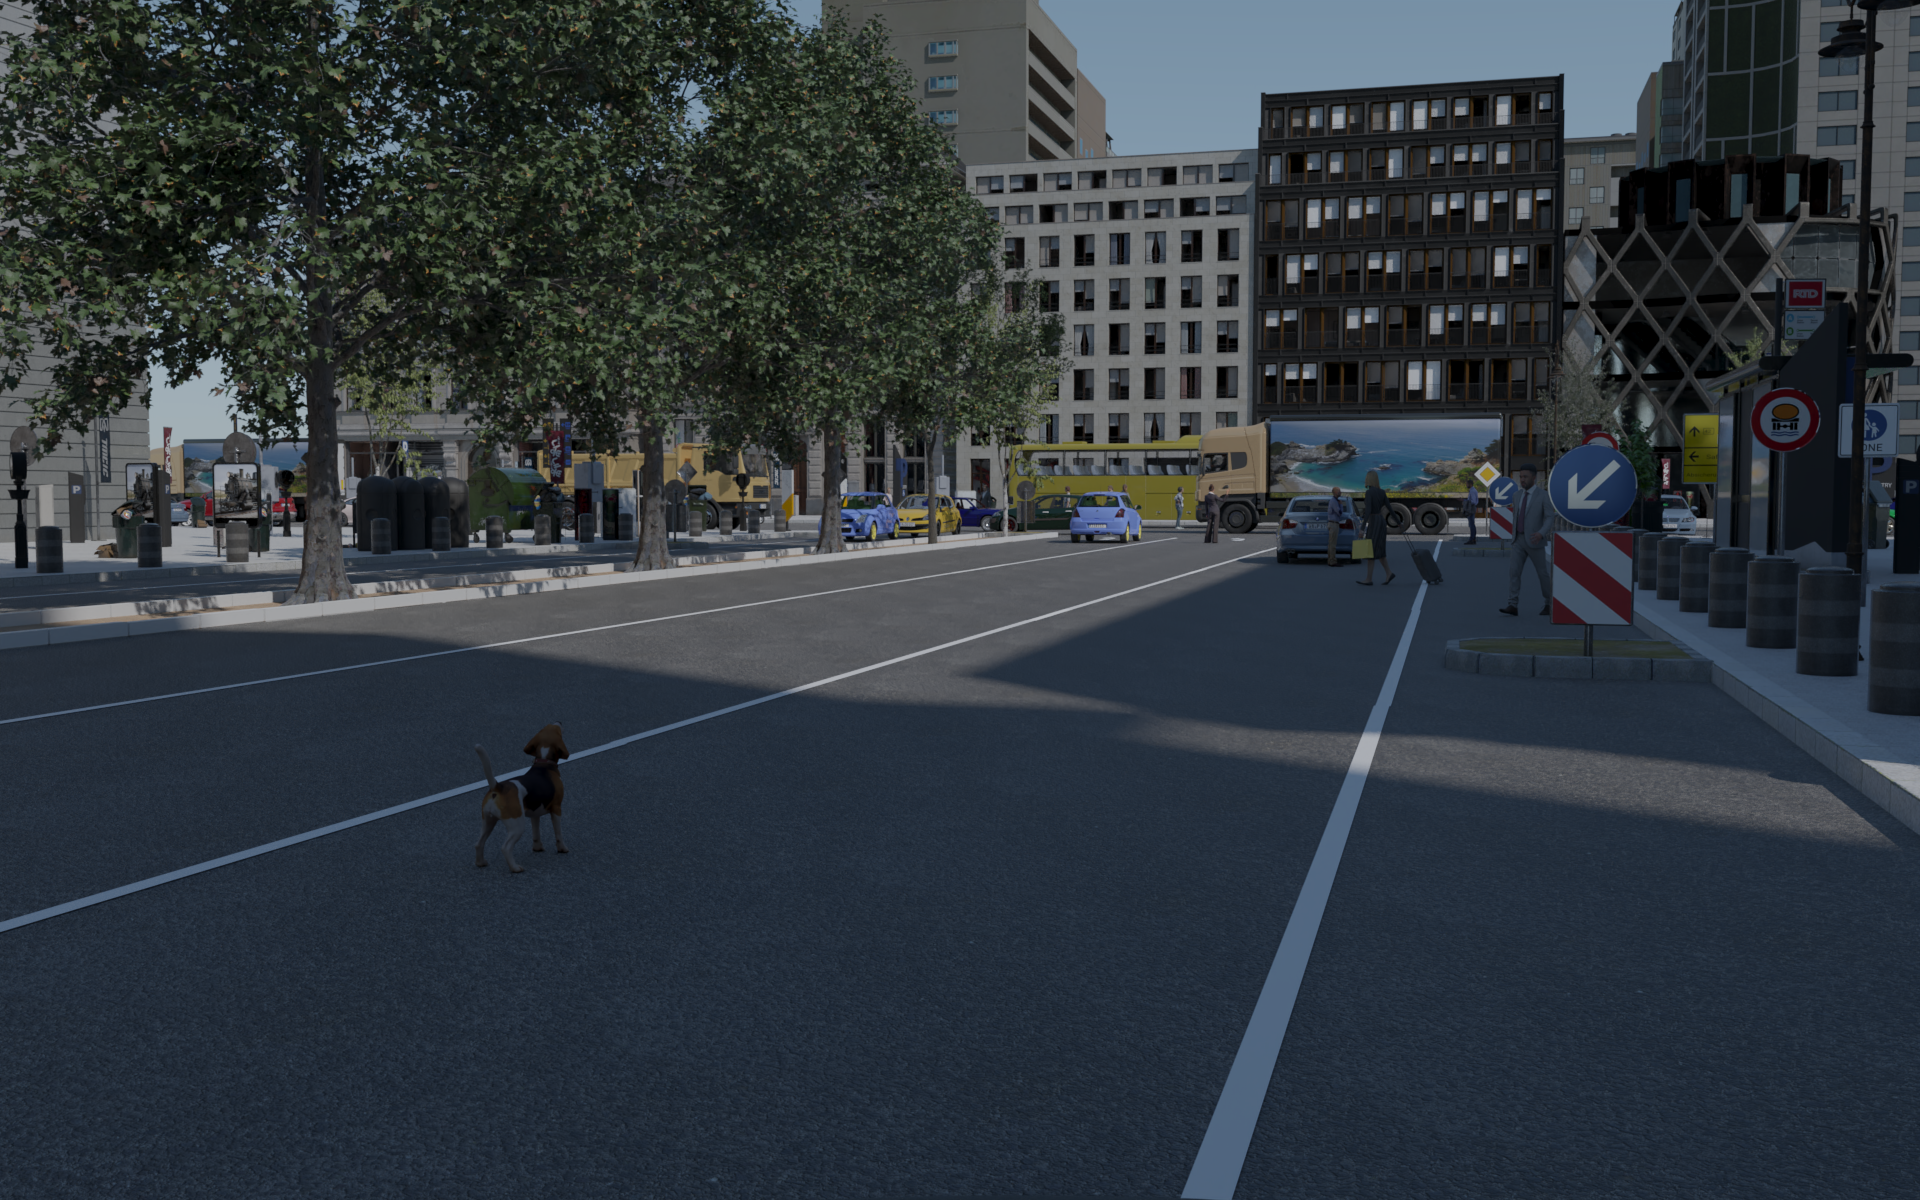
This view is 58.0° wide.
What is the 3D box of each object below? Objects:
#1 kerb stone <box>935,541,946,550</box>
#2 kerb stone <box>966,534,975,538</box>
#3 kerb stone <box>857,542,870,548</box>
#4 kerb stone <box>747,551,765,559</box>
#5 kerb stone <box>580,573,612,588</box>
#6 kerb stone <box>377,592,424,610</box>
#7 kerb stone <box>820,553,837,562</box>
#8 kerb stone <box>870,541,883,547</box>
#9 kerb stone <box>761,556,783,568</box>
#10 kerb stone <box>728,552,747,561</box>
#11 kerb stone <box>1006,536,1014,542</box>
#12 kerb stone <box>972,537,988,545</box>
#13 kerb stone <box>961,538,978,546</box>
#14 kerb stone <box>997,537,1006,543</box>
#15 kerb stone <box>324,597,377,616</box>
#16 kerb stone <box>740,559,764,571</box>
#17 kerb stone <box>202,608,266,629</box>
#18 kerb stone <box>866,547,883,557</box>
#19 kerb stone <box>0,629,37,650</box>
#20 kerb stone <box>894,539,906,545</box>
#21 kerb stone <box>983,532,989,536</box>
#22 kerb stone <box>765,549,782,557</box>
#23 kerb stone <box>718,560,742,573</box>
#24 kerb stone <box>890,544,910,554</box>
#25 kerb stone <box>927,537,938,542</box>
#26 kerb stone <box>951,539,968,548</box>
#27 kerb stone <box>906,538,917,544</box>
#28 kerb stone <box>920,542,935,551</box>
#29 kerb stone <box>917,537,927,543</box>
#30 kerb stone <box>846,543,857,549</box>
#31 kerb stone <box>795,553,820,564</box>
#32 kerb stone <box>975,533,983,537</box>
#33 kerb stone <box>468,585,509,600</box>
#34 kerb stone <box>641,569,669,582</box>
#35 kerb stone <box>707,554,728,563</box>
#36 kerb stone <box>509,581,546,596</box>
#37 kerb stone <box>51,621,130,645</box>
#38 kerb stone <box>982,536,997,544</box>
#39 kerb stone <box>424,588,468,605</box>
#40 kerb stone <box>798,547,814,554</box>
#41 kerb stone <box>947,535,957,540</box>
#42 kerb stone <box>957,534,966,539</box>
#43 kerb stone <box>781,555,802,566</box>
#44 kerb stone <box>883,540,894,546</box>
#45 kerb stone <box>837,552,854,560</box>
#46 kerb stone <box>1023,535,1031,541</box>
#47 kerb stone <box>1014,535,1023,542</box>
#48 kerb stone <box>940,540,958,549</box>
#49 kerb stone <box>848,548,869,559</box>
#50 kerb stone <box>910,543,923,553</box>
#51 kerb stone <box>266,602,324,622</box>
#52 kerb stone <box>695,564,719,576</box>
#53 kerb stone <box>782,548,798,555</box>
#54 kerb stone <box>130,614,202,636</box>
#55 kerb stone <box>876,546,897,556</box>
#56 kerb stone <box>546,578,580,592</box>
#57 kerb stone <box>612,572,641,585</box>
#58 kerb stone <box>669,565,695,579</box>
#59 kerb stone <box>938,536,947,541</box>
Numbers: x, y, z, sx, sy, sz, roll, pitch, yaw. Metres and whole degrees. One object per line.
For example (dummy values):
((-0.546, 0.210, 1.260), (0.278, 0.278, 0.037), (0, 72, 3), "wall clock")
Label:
((-0.615, -1.371, 44.643), (0.120, 0.150, 1.000), (1, 4, 16), "kerb stone")
((0.200, -2.008, 55.090), (0.120, 0.150, 1.000), (1, 4, 16), "kerb stone")
((-2.636, -1.408, 45.213), (0.120, 0.150, 1.000), (1, 4, 16), "kerb stone")
((-4.624, -0.982, 38.291), (0.120, 0.150, 1.000), (1, 4, 16), "kerb stone")
((-5.719, -0.283, 26.839), (0.120, 0.150, 1.000), (1, 4, 16), "kerb stone")
((-7.144, 0.021, 21.894), (0.120, 0.150, 1.000), (1, 4, 16), "kerb stone")
((-2.882, -0.889, 36.736), (0.120, 0.150, 1.000), (1, 4, 16), "kerb stone")
((-2.349, -1.467, 46.197), (0.120, 0.150, 1.000), (1, 4, 16), "kerb stone")
((-3.733, -0.707, 33.756), (0.120, 0.150, 1.000), (1, 4, 16), "kerb stone")
((-4.900, -0.924, 37.303), (0.120, 0.150, 1.000), (1, 4, 16), "kerb stone")
((1.364, -1.796, 51.562), (0.120, 0.150, 1.000), (1, 4, 16), "kerb stone")
((0.526, -1.612, 48.599), (0.120, 0.150, 1.000), (1, 4, 16), "kerb stone")
((0.233, -1.550, 47.613), (0.120, 0.150, 1.000), (1, 4, 16), "kerb stone")
((1.092, -1.735, 50.570), (0.120, 0.150, 1.000), (1, 4, 16), "kerb stone")
((-7.421, 0.080, 20.894), (0.120, 0.150, 1.000), (1, 4, 16), "kerb stone")
((-4.014, -0.643, 32.770), (0.120, 0.150, 1.000), (1, 4, 16), "kerb stone")
((-7.991, 0.201, 18.923), (0.120, 0.150, 1.000), (1, 4, 16), "kerb stone")
((-2.034, -1.071, 39.701), (0.120, 0.150, 1.000), (1, 4, 16), "kerb stone")
((-8.842, 0.382, 15.958), (0.120, 0.150, 1.000), (1, 4, 16), "kerb stone")
((-1.787, -1.589, 48.171), (0.120, 0.150, 1.000), (1, 4, 16), "kerb stone")
((0.762, -2.130, 57.064), (0.120, 0.150, 1.000), (1, 4, 16), "kerb stone")
((-4.342, -1.041, 39.281), (0.120, 0.150, 1.000), (1, 4, 16), "kerb stone")
((-4.297, -0.586, 31.780), (0.120, 0.150, 1.000), (1, 4, 16), "kerb stone")
((-1.463, -1.191, 41.675), (0.120, 0.150, 1.000), (1, 4, 16), "kerb stone")
((-0.936, -1.770, 51.140), (0.120, 0.150, 1.000), (1, 4, 16), "kerb stone")
((-0.050, -1.493, 46.614), (0.120, 0.150, 1.000), (1, 4, 16), "kerb stone")
((-1.501, -1.649, 49.156), (0.120, 0.150, 1.000), (1, 4, 16), "kerb stone")
((-0.902, -1.312, 43.652), (0.120, 0.150, 1.000), (1, 4, 16), "kerb stone")
((-1.223, -1.710, 50.148), (0.120, 0.150, 1.000), (1, 4, 16), "kerb stone")
((-2.916, -1.347, 44.221), (0.120, 0.150, 1.000), (1, 4, 16), "kerb stone")
((-3.166, -0.827, 35.740), (0.120, 0.150, 1.000), (1, 4, 16), "kerb stone")
((0.482, -2.072, 56.076), (0.120, 0.150, 1.000), (1, 4, 16), "kerb stone")
((-6.570, -0.100, 23.867), (0.120, 0.150, 1.000), (1, 4, 16), "kerb stone")
((-5.154, -0.405, 28.811), (0.120, 0.150, 1.000), (1, 4, 16), "kerb stone")
((-5.184, -0.863, 36.318), (0.120, 0.150, 1.000), (1, 4, 16), "kerb stone")
((-6.292, -0.159, 24.861), (0.120, 0.150, 1.000), (1, 4, 16), "kerb stone")
((-8.560, 0.321, 16.944), (0.120, 0.150, 1.000), (1, 4, 16), "kerb stone")
((0.807, -1.675, 49.585), (0.120, 0.150, 1.000), (1, 4, 16), "kerb stone")
((-6.856, -0.042, 22.878), (0.120, 0.150, 1.000), (1, 4, 16), "kerb stone")
((-3.772, -1.162, 41.257), (0.120, 0.150, 1.000), (1, 4, 16), "kerb stone")
((-0.365, -1.889, 53.113), (0.120, 0.150, 1.000), (1, 4, 16), "kerb stone")
((-0.083, -1.951, 54.099), (0.120, 0.150, 1.000), (1, 4, 16), "kerb stone")
((-3.449, -0.767, 34.747), (0.120, 0.150, 1.000), (1, 4, 16), "kerb stone")
((-2.068, -1.528, 47.184), (0.120, 0.150, 1.000), (1, 4, 16), "kerb stone")
((-2.597, -0.950, 37.729), (0.120, 0.150, 1.000), (1, 4, 16), "kerb stone")
((1.941, -1.916, 53.546), (0.120, 0.150, 1.000), (1, 4, 16), "kerb stone")
((1.657, -1.856, 52.548), (0.120, 0.150, 1.000), (1, 4, 16), "kerb stone")
((-0.325, -1.432, 45.626), (0.120, 0.150, 1.000), (1, 4, 16), "kerb stone")
((-2.318, -1.004, 38.716), (0.120, 0.150, 1.000), (1, 4, 16), "kerb stone")
((-1.182, -1.252, 42.661), (0.120, 0.150, 1.000), (1, 4, 16), "kerb stone")
((-7.703, 0.146, 19.909), (0.120, 0.150, 1.000), (1, 4, 16), "kerb stone")
((-4.584, -0.521, 30.790), (0.120, 0.150, 1.000), (1, 4, 16), "kerb stone")
((-4.058, -1.103, 40.266), (0.120, 0.150, 1.000), (1, 4, 16), "kerb stone")
((-8.278, 0.271, 17.930), (0.120, 0.150, 1.000), (1, 4, 16), "kerb stone")
((-1.750, -1.131, 40.686), (0.120, 0.150, 1.000), (1, 4, 16), "kerb stone")
((-6.011, -0.224, 25.854), (0.120, 0.150, 1.000), (1, 4, 16), "kerb stone")
((-5.440, -0.344, 27.826), (0.120, 0.150, 1.000), (1, 4, 16), "kerb stone")
((-4.869, -0.464, 29.802), (0.120, 0.150, 1.000), (1, 4, 16), "kerb stone")
((-0.655, -1.831, 52.126), (0.120, 0.150, 1.000), (1, 4, 16), "kerb stone")
